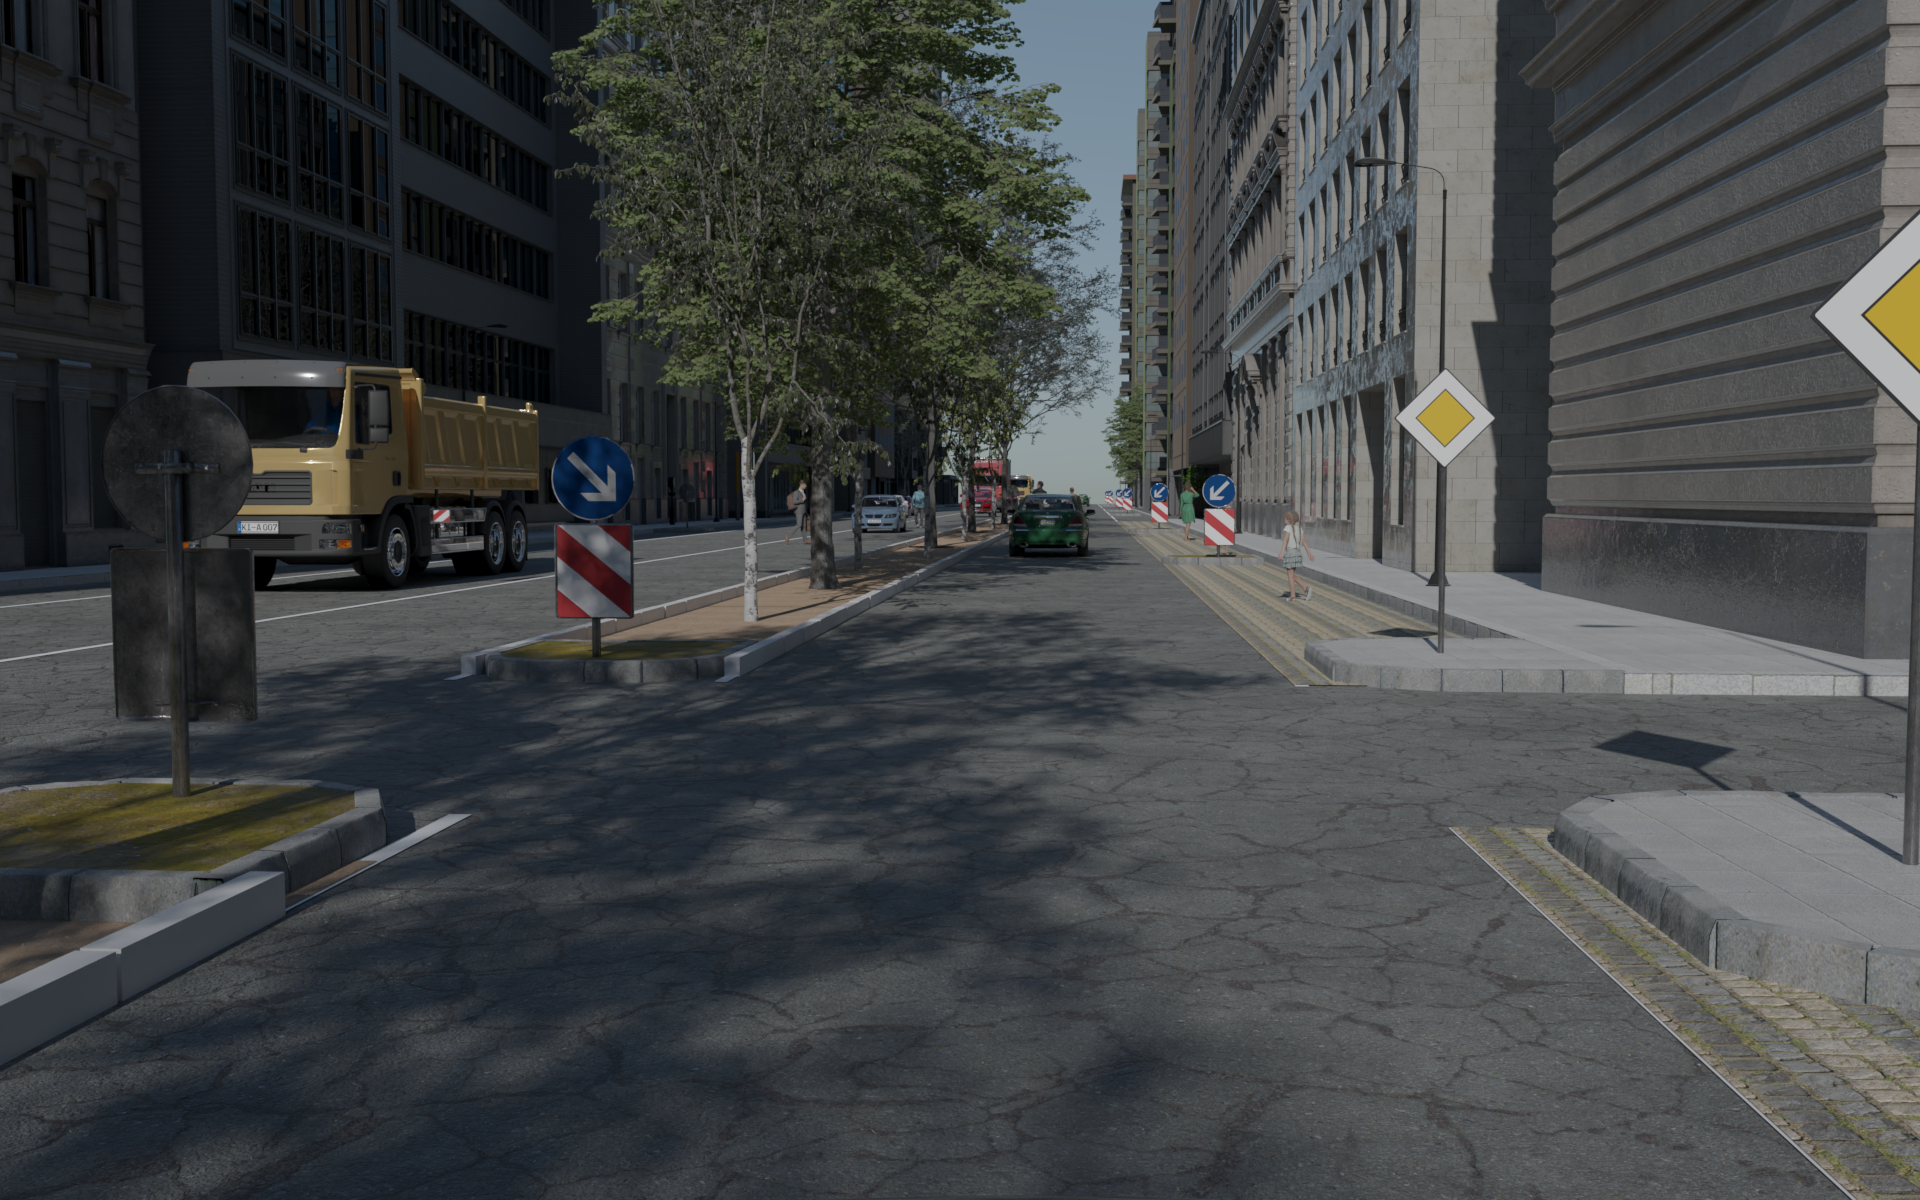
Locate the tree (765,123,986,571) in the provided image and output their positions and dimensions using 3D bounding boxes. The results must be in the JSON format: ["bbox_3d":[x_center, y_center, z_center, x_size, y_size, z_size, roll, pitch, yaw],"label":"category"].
[{"bbox_3d":[-1.909,-4.848,32.086,4.737,8.622,4.395,0,3,0],"label":"tree"}]

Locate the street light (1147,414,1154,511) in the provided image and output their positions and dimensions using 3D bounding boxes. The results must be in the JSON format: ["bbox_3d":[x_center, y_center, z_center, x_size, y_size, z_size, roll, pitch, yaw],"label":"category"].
[{"bbox_3d":[11.618,-7.849,100.880,1.470,5.913,1.316,0,4,4],"label":"street light"}]

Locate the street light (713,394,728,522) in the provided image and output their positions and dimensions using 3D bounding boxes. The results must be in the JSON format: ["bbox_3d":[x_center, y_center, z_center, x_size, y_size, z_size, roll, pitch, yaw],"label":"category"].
[{"bbox_3d":[-10.618,-6.520,79.145,1.470,5.913,1.316,0,4,4],"label":"street light"}]

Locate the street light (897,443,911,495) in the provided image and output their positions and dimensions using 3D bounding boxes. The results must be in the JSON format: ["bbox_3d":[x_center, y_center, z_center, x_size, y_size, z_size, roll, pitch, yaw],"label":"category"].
[{"bbox_3d":[-5.079,-11.249,156.459,1.470,5.913,1.316,0,4,4],"label":"street light"}]

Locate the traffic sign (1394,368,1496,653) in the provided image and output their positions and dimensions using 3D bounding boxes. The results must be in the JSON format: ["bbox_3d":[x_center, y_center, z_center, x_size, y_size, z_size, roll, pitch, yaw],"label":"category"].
[{"bbox_3d":[3.874,-0.628,13.904,0.795,2.450,0.064,0,4,4],"label":"traffic sign"}]

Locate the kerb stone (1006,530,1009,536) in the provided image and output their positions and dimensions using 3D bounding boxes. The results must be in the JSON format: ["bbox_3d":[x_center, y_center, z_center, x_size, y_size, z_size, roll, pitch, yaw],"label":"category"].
[{"bbox_3d":[1.463,-2.195,58.089,0.120,0.150,1.000,0,4,4],"label":"kerb stone"}]

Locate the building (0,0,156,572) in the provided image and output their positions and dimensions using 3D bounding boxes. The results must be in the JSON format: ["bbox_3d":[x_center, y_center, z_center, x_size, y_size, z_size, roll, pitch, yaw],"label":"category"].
[{"bbox_3d":[-20.700,-10.692,23.969,9.793,20.994,18.267,0,4,4],"label":"building"}]

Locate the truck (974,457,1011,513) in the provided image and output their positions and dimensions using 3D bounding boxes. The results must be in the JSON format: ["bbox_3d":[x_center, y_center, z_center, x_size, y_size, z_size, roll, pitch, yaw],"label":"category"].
[{"bbox_3d":[2.461,-8.923,134.801,2.839,4.237,11.283,0,4,5],"label":"truck"}]

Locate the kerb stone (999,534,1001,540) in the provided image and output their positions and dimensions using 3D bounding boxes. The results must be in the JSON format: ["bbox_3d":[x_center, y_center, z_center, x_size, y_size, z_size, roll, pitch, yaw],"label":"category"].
[{"bbox_3d":[1.089,-1.883,52.974,0.120,0.150,1.000,0,4,4],"label":"kerb stone"}]

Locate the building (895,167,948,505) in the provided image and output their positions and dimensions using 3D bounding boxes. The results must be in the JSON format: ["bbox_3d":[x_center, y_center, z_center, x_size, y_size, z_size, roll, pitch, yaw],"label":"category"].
[{"bbox_3d":[-13.000,-33.541,203.018,22.147,44.769,28.867,0,4,4],"label":"building"}]

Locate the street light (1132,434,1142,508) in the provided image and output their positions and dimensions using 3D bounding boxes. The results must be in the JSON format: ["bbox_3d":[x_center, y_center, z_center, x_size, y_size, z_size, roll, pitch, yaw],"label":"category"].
[{"bbox_3d":[14.132,-9.828,133.225,1.470,5.913,1.316,0,4,4],"label":"street light"}]

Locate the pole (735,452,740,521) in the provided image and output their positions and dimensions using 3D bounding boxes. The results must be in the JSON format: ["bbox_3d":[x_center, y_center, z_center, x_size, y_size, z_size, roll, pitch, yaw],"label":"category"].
[{"bbox_3d":[-10.732,-5.486,83.545,0.158,3.312,0.155,0,3,0],"label":"pole"}]

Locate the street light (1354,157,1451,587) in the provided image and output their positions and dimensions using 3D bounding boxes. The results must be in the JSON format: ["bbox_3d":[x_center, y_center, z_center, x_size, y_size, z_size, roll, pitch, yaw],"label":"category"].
[{"bbox_3d":[6.134,-3.149,24.033,1.470,5.913,1.316,0,4,4],"label":"street light"}]

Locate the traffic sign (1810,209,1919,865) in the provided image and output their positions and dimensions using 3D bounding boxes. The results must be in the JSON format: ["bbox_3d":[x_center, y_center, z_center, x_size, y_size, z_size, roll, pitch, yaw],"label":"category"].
[{"bbox_3d":[3.292,-0.141,5.941,0.795,2.450,0.064,0,4,4],"label":"traffic sign"}]

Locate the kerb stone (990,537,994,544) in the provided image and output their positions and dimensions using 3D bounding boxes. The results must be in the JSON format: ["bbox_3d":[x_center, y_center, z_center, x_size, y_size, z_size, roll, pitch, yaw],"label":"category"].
[{"bbox_3d":[0.795,-1.628,48.888,0.120,0.150,1.000,0,4,4],"label":"kerb stone"}]

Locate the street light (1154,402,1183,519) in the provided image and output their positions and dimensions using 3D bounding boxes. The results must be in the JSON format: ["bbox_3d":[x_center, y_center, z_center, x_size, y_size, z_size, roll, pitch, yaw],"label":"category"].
[{"bbox_3d":[10.709,-7.042,87.673,1.470,5.913,1.316,0,4,4],"label":"street light"}]

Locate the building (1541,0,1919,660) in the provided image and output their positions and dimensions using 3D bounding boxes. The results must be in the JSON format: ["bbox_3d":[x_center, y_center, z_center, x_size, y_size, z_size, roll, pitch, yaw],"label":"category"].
[{"bbox_3d":[16.576,-11.495,16.822,19.941,23.489,11.050,0,4,4],"label":"building"}]

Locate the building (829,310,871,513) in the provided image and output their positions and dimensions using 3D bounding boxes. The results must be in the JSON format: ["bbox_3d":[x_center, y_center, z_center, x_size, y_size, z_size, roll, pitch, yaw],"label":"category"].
[{"bbox_3d":[-22.137,-17.267,127.355,27.650,21.520,28.899,0,4,4],"label":"building"}]

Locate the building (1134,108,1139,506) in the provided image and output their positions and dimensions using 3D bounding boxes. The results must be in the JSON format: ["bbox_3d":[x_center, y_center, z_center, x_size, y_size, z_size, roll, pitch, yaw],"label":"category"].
[{"bbox_3d":[25.903,-30.757,186.476,14.154,41.232,14.086,0,4,4],"label":"building"}]

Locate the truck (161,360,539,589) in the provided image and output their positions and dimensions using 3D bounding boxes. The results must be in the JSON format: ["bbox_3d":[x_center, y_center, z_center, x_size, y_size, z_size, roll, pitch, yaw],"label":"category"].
[{"bbox_3d":[-9.571,-1.977,28.244,3.469,3.379,9.791,0,4,4],"label":"truck"}]

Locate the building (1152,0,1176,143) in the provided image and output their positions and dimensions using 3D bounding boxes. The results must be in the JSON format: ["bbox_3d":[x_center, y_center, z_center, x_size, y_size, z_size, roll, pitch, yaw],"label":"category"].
[{"bbox_3d":[26.116,-29.316,133.946,22.147,44.769,28.867,0,4,4],"label":"building"}]

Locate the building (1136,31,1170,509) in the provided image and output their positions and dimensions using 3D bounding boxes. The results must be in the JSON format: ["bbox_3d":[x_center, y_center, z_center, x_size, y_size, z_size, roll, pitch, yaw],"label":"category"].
[{"bbox_3d":[23.643,-28.933,156.654,14.154,41.232,14.086,0,4,4],"label":"building"}]

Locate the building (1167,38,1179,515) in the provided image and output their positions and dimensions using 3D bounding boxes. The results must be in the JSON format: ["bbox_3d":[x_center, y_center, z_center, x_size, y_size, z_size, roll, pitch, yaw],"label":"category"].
[{"bbox_3d":[20.592,-20.892,113.280,14.160,30.474,14.107,0,4,4],"label":"building"}]

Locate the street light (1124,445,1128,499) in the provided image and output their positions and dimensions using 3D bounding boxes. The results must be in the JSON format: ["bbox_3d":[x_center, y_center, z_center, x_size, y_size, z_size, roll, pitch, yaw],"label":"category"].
[{"bbox_3d":[16.316,-11.775,165.069,1.470,5.913,1.316,0,4,4],"label":"street light"}]

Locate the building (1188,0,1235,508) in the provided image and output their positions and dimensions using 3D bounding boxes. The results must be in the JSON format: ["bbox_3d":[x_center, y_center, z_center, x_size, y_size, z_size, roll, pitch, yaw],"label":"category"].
[{"bbox_3d":[17.955,-17.287,76.149,14.314,27.812,24.014,0,4,4],"label":"building"}]

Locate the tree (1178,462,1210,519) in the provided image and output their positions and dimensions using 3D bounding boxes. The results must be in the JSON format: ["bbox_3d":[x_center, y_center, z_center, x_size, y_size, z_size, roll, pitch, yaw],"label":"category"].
[{"bbox_3d":[12.155,-5.881,90.760,1.663,3.219,1.824,0,3,0],"label":"tree"}]

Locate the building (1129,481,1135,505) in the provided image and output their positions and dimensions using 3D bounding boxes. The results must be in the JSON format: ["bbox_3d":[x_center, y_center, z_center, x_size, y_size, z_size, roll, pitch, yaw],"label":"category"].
[{"bbox_3d":[36.433,-31.384,205.013,32.217,40.220,23.993,0,4,4],"label":"building"}]

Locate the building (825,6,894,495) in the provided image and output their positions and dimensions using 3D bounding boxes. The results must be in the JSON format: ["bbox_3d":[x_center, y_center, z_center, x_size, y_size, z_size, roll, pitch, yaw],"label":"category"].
[{"bbox_3d":[-13.279,-30.424,147.550,14.600,45.320,14.200,0,4,4],"label":"building"}]

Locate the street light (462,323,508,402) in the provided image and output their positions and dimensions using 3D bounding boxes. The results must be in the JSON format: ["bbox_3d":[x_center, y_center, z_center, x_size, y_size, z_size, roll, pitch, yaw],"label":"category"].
[{"bbox_3d":[-13.006,-4.574,47.332,1.470,5.913,1.316,0,4,4],"label":"street light"}]

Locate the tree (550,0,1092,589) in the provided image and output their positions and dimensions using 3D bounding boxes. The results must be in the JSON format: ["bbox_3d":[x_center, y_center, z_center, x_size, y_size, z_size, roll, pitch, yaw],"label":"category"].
[{"bbox_3d":[-1.980,-6.402,25.249,7.486,12.596,7.792,0,3,0],"label":"tree"}]

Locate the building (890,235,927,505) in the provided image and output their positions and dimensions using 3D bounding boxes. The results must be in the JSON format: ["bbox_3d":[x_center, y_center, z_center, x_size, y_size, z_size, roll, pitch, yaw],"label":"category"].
[{"bbox_3d":[-10.821,-25.034,181.005,14.160,30.474,14.107,0,4,4],"label":"building"}]

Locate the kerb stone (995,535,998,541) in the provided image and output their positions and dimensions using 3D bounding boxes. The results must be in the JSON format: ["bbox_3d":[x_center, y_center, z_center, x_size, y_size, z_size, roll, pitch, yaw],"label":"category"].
[{"bbox_3d":[0.944,-1.757,50.929,0.120,0.150,1.000,0,4,4],"label":"kerb stone"}]

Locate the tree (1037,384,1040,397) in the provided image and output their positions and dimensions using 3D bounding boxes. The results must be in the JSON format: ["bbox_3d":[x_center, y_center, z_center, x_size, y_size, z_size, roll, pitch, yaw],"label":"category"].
[{"bbox_3d":[1.368,-7.305,72.248,4.737,8.622,4.395,0,3,0],"label":"tree"}]

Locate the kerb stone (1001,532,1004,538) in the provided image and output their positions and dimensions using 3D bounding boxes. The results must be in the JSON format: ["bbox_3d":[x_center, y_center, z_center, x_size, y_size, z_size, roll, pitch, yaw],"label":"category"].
[{"bbox_3d":[1.236,-2.008,55.023,0.120,0.150,1.000,0,4,4],"label":"kerb stone"}]

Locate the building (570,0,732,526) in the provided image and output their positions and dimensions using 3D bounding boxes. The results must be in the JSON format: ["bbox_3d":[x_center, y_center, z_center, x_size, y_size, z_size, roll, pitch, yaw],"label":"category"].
[{"bbox_3d":[-18.335,-17.054,76.099,12.463,27.353,25.104,0,4,4],"label":"building"}]

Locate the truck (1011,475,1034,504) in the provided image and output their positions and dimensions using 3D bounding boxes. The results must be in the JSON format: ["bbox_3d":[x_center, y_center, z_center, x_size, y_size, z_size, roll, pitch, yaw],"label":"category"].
[{"bbox_3d":[6.194,-11.318,180.974,3.469,3.379,9.791,0,4,5],"label":"truck"}]

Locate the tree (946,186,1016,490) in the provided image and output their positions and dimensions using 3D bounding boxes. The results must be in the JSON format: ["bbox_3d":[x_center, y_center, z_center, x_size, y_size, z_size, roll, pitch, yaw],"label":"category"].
[{"bbox_3d":[-0.715,-5.190,37.673,4.360,8.622,3.978,0,3,0],"label":"tree"}]

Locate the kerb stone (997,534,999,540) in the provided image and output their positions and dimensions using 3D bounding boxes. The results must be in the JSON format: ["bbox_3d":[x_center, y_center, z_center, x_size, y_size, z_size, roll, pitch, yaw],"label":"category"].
[{"bbox_3d":[1.014,-1.820,51.950,0.120,0.150,1.000,0,4,4],"label":"kerb stone"}]

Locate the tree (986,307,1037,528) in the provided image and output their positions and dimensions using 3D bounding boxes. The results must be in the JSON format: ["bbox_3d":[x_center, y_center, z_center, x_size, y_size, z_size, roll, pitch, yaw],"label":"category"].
[{"bbox_3d":[0.113,-6.266,55.277,4.737,8.622,4.395,0,3,0],"label":"tree"}]

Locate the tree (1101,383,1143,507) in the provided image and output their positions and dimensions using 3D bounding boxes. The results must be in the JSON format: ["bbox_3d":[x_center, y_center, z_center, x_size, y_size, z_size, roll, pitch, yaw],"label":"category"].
[{"bbox_3d":[18.142,-15.753,175.692,7.486,12.596,7.792,0,3,0],"label":"tree"}]

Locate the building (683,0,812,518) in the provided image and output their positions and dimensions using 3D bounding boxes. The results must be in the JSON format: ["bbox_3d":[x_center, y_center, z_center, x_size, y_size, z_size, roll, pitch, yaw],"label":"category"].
[{"bbox_3d":[-20.119,-29.200,101.114,21.300,48.544,21.600,0,4,4],"label":"building"}]

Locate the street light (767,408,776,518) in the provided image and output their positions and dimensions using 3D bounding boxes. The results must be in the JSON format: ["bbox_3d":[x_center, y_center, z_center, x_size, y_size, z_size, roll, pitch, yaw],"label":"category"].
[{"bbox_3d":[-9.688,-7.293,91.782,1.470,5.913,1.316,0,4,4],"label":"street light"}]

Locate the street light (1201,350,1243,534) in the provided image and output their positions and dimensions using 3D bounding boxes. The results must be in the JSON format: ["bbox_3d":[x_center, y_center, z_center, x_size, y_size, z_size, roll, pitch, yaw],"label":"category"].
[{"bbox_3d":[8.438,-5.095,55.852,1.470,5.913,1.316,0,4,4],"label":"street light"}]

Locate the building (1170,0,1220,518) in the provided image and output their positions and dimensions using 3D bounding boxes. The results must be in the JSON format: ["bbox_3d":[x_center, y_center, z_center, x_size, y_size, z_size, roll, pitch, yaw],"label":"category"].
[{"bbox_3d":[19.582,-27.439,98.735,14.600,45.320,14.200,0,4,4],"label":"building"}]

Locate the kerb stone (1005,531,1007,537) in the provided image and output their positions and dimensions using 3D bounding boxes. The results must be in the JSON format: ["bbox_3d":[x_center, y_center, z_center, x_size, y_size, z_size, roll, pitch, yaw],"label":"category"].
[{"bbox_3d":[1.393,-2.128,57.063,0.120,0.150,1.000,0,4,4],"label":"kerb stone"}]

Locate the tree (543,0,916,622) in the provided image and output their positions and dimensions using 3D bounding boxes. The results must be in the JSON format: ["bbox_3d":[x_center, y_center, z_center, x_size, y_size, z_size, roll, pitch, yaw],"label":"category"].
[{"bbox_3d":[-2.340,-4.042,18.906,4.360,8.622,3.978,0,3,0],"label":"tree"}]

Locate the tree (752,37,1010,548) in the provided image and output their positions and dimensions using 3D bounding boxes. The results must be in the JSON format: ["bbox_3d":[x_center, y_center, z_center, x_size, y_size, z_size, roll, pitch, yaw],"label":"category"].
[{"bbox_3d":[-0.787,-8.134,45.820,12.009,13.543,11.850,0,3,0],"label":"tree"}]

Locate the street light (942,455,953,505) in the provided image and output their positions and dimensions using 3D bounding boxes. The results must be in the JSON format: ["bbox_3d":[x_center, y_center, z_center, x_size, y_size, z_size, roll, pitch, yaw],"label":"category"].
[{"bbox_3d":[-1.447,-14.332,206.874,1.470,5.913,1.316,0,4,4],"label":"street light"}]

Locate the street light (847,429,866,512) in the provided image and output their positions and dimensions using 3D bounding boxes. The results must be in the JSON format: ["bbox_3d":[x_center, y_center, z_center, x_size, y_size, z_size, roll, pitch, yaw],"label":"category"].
[{"bbox_3d":[-7.439,-9.280,124.273,1.470,5.913,1.316,0,4,4],"label":"street light"}]

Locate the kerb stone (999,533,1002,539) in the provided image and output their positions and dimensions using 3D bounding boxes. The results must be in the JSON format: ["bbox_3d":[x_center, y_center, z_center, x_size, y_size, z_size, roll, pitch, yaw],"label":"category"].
[{"bbox_3d":[1.162,-1.942,54.004,0.120,0.150,1.000,0,4,4],"label":"kerb stone"}]

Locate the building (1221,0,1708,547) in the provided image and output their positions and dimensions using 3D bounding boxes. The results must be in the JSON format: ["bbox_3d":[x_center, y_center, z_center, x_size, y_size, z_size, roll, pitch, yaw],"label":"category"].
[{"bbox_3d":[14.179,-13.802,54.537,11.050,23.489,19.941,0,4,4],"label":"building"}]

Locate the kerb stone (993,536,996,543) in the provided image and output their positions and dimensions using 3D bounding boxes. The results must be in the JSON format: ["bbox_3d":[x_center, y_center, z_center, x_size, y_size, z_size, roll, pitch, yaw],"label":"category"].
[{"bbox_3d":[0.867,-1.695,49.910,0.120,0.150,1.000,0,4,4],"label":"kerb stone"}]

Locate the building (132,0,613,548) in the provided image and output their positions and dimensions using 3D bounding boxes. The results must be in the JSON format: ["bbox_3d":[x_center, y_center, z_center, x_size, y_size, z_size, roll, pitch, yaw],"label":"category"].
[{"bbox_3d":[-20.630,-14.004,48.033,14.314,24.678,30.058,0,4,4],"label":"building"}]

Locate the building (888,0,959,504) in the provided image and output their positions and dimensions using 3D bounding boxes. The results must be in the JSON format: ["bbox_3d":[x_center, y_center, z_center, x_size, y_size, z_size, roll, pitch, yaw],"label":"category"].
[{"bbox_3d":[-10.694,-48.258,227.271,20.563,71.187,20.611,0,4,4],"label":"building"}]

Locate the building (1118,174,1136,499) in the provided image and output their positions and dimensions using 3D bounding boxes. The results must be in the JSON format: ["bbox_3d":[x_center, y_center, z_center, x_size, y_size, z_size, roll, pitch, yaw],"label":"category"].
[{"bbox_3d":[32.497,-35.328,232.229,22.147,44.769,28.867,0,4,4],"label":"building"}]

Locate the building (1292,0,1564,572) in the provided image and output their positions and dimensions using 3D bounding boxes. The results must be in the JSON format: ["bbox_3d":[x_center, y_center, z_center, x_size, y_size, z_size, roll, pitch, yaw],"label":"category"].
[{"bbox_3d":[13.212,-11.077,35.855,10.420,20.320,16.860,0,4,4],"label":"building"}]
